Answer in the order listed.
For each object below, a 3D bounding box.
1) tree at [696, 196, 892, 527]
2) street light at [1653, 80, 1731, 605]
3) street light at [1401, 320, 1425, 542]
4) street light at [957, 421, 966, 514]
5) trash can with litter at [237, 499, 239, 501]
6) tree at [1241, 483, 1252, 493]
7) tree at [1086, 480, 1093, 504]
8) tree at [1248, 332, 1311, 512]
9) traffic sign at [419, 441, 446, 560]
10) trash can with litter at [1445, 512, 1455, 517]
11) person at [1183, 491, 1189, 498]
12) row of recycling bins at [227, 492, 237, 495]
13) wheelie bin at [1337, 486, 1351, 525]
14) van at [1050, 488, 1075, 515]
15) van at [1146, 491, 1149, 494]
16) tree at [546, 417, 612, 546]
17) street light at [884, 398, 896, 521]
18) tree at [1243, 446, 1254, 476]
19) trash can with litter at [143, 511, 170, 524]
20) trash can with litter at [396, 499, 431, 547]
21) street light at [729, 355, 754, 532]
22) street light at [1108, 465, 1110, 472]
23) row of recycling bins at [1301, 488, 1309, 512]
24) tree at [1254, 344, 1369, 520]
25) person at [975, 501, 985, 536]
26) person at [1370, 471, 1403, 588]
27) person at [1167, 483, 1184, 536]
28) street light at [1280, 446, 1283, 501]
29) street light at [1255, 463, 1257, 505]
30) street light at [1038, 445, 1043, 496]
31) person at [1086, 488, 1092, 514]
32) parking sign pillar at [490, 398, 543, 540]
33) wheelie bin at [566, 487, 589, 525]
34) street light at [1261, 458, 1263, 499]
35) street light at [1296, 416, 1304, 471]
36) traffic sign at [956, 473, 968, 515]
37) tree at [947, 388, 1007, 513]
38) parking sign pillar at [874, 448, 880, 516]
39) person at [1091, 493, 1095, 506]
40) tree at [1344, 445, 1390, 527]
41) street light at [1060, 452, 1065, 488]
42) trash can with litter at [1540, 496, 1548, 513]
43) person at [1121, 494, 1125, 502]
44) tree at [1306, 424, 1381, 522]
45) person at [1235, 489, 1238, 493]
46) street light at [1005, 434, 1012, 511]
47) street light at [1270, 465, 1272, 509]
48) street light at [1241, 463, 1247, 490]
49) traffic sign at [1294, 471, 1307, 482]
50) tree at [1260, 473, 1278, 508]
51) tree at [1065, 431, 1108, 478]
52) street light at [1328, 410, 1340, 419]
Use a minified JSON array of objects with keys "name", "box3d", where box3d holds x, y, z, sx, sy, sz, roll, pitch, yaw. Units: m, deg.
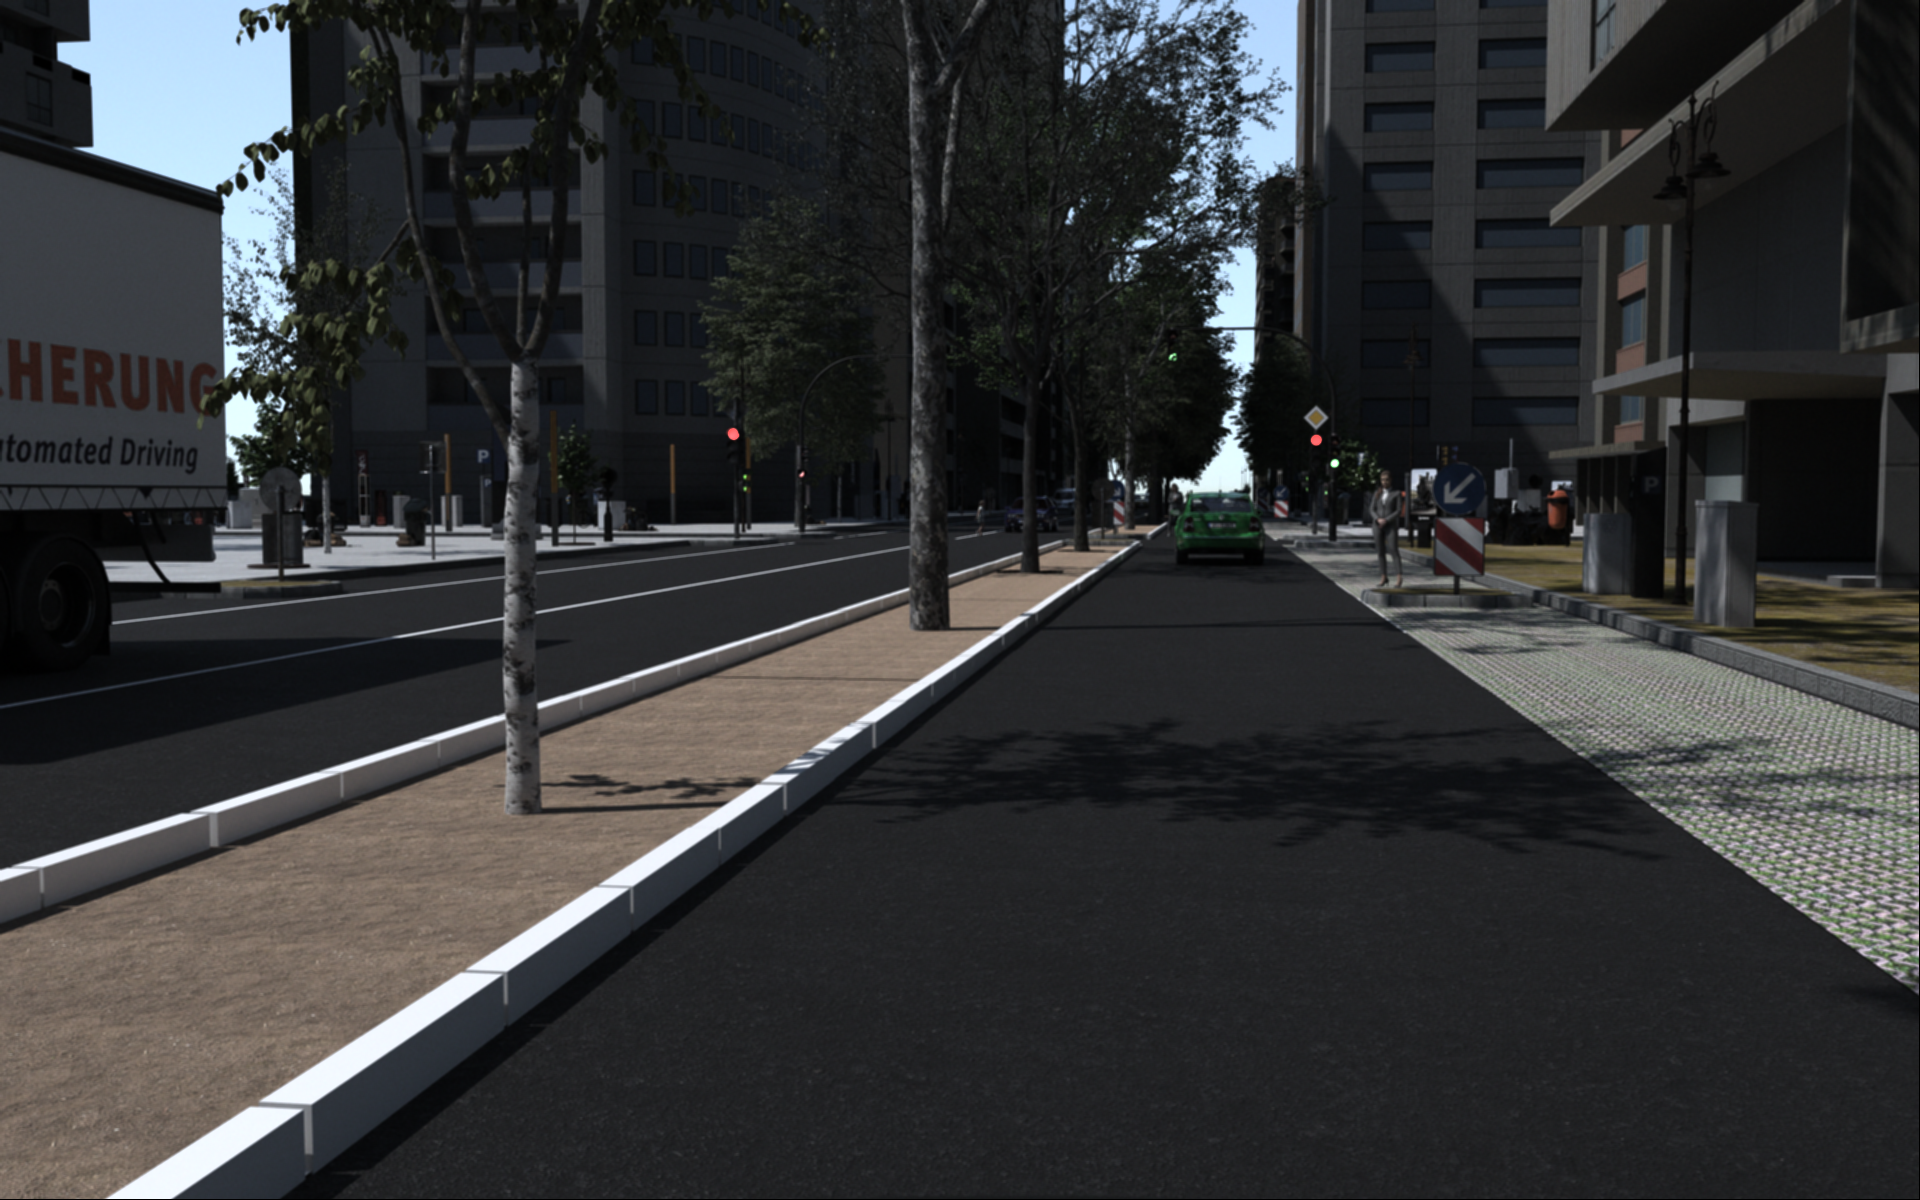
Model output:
[{"name":"tree","box3d":[-6.644,-9.099,66.888,7.486,12.596,7.792,0,3,0]},{"name":"street light","box3d":[8.360,-2.884,19.937,0.468,5.910,1.993,1,4,8]},{"name":"street light","box3d":[12.080,-4.496,46.298,0.468,5.910,1.993,1,4,8]},{"name":"street light","box3d":[0.165,-8.333,109.025,0.468,5.910,1.993,1,4,8]},{"name":"trash can with litter","box3d":[-36.111,-4.612,86.791,0.624,1.170,1.055,1,4,21]},{"name":"tree","box3d":[44.185,-16.683,267.369,1.663,3.219,1.824,0,3,0]},{"name":"tree","box3d":[17.843,-14.601,233.321,1.663,3.219,1.824,0,3,0]},{"name":"tree","box3d":[22.661,-12.472,122.039,7.486,12.596,7.792,0,3,0]},{"name":"traffic sign","box3d":[-10.271,-1.933,33.730,0.606,2.300,0.079,1,4,18]},{"name":"trash can with litter","box3d":[17.164,-2.997,60.382,0.624,1.170,1.055,2,4,31]},{"name":"person","box3d":[24.139,-10.660,183.316,1.217,1.766,0.721,1,4,20]},{"name":"row of recycling bins","box3d":[-47.526,-6.570,114.528,1.069,1.692,3.534,2,4,28]},{"name":"wheelie bin","box3d":[15.611,-3.871,71.203,0.980,1.594,0.693,3,4,36]},{"name":"van","box3d":[7.258,-6.900,119.819,2.013,2.044,4.112,1,4,9]},{"name":"van","box3d":[22.675,-12.116,205.102,2.013,2.044,4.112,0,4,7]},{"name":"tree","box3d":[-9.597,-3.000,43.645,1.663,3.219,1.824,0,3,0]},{"name":"street light","box3d":[-3.402,-6.762,83.338,0.468,5.910,1.993,1,4,8]},{"name":"tree","box3d":[37.339,-16.280,216.545,4.737,8.622,4.395,0,3,0]},{"name":"trash can with litter","box3d":[-21.572,-2.164,46.762,0.624,1.170,1.055,0,4,-3]},{"name":"trash can with litter","box3d":[-13.397,-1.901,42.462,0.624,1.170,1.055,0,4,5]},{"name":"street light","box3d":[-7.239,-5.196,57.737,0.468,5.910,1.993,1,4,8]},{"name":"street light","box3d":[22.929,-17.954,266.339,0.468,5.910,1.993,1,4,8]},{"name":"row of recycling bins","box3d":[24.900,-7.236,125.413,1.069,1.692,3.534,1,4,9]},{"name":"tree","box3d":[18.034,-8.312,86.264,4.737,8.622,4.395,0,3,0]},{"name":"person","box3d":[0.674,-2.776,58.906,0.382,1.210,0.505,0,4,-4]},{"name":"person","box3d":[6.525,-1.086,26.528,0.520,1.790,0.573,1,4,17]},{"name":"person","box3d":[7.339,-3.073,58.925,0.537,1.800,0.526,1,4,16]},{"name":"street light","box3d":[23.964,-9.529,128.592,0.468,5.910,1.993,1,4,8]},{"name":"street light","box3d":[34.780,-14.137,203.934,0.468,5.910,1.993,1,4,8]},{"name":"street light","box3d":[7.349,-11.373,158.730,0.468,5.910,1.993,1,4,8]},{"name":"person","box3d":[9.231,-7.120,124.826,0.656,1.842,0.836,2,4,26]},{"name":"parking sign pillar","box3d":[-12.472,-3.680,48.642,1.447,3.967,1.447,0,4,-7]},{"name":"wheelie bin","box3d":[-15.622,-3.857,70.963,0.693,1.594,0.980,3,5,44]},{"name":"street light","box3d":[31.180,-12.595,178.708,0.468,5.910,1.993,1,4,8]},{"name":"street light","box3d":[20.207,-7.963,102.980,0.468,5.910,1.993,1,4,8]},{"name":"traffic sign","box3d":[0.107,-6.482,106.080,0.768,2.556,0.104,1,4,15]},{"name":"tree","box3d":[1.463,-10.363,119.803,4.360,8.622,3.978,0,3,0]},{"name":"parking sign pillar","box3d":[-4.970,-6.919,101.601,1.447,3.967,1.447,-1,4,-10]},{"name":"person","box3d":[15.573,-11.921,203.043,1.348,1.869,0.705,1,4,10]},{"name":"tree","box3d":[15.876,-4.477,67.797,1.663,3.219,1.824,0,3,0]},{"name":"street light","box3d":[10.918,-12.927,184.136,0.468,5.910,1.993,1,4,8]},{"name":"trash can with litter","box3d":[26.909,-4.274,80.937,2.233,1.210,1.678,3,4,38]},{"name":"person","box3d":[9.686,-5.732,102.028,0.655,1.846,0.447,-2,4,-32]},{"name":"tree","box3d":[18.044,-5.974,81.388,4.285,4.588,4.351,0,3,0]},{"name":"person","box3d":[20.392,-7.266,127.568,0.850,1.792,0.678,-1,4,-10]},{"name":"street light","box3d":[3.717,-9.830,133.509,0.468,5.910,1.993,1,4,8]},{"name":"street light","box3d":[27.514,-11.022,153.001,0.468,5.910,1.993,1,4,8]},{"name":"street light","box3d":[43.023,-17.632,261.068,0.468,5.910,1.993,1,4,8]},{"name":"traffic sign","box3d":[18.956,-5.888,96.369,0.768,2.556,0.104,1,4,12]},{"name":"tree","box3d":[28.747,-10.140,160.385,1.663,3.219,1.824,0,3,0]},{"name":"tree","box3d":[14.364,-16.713,207.676,8.767,10.594,7.601,0,4,6]},{"name":"street light","box3d":[16.590,-6.374,77.008,0.468,5.910,1.993,1,4,8]}]
